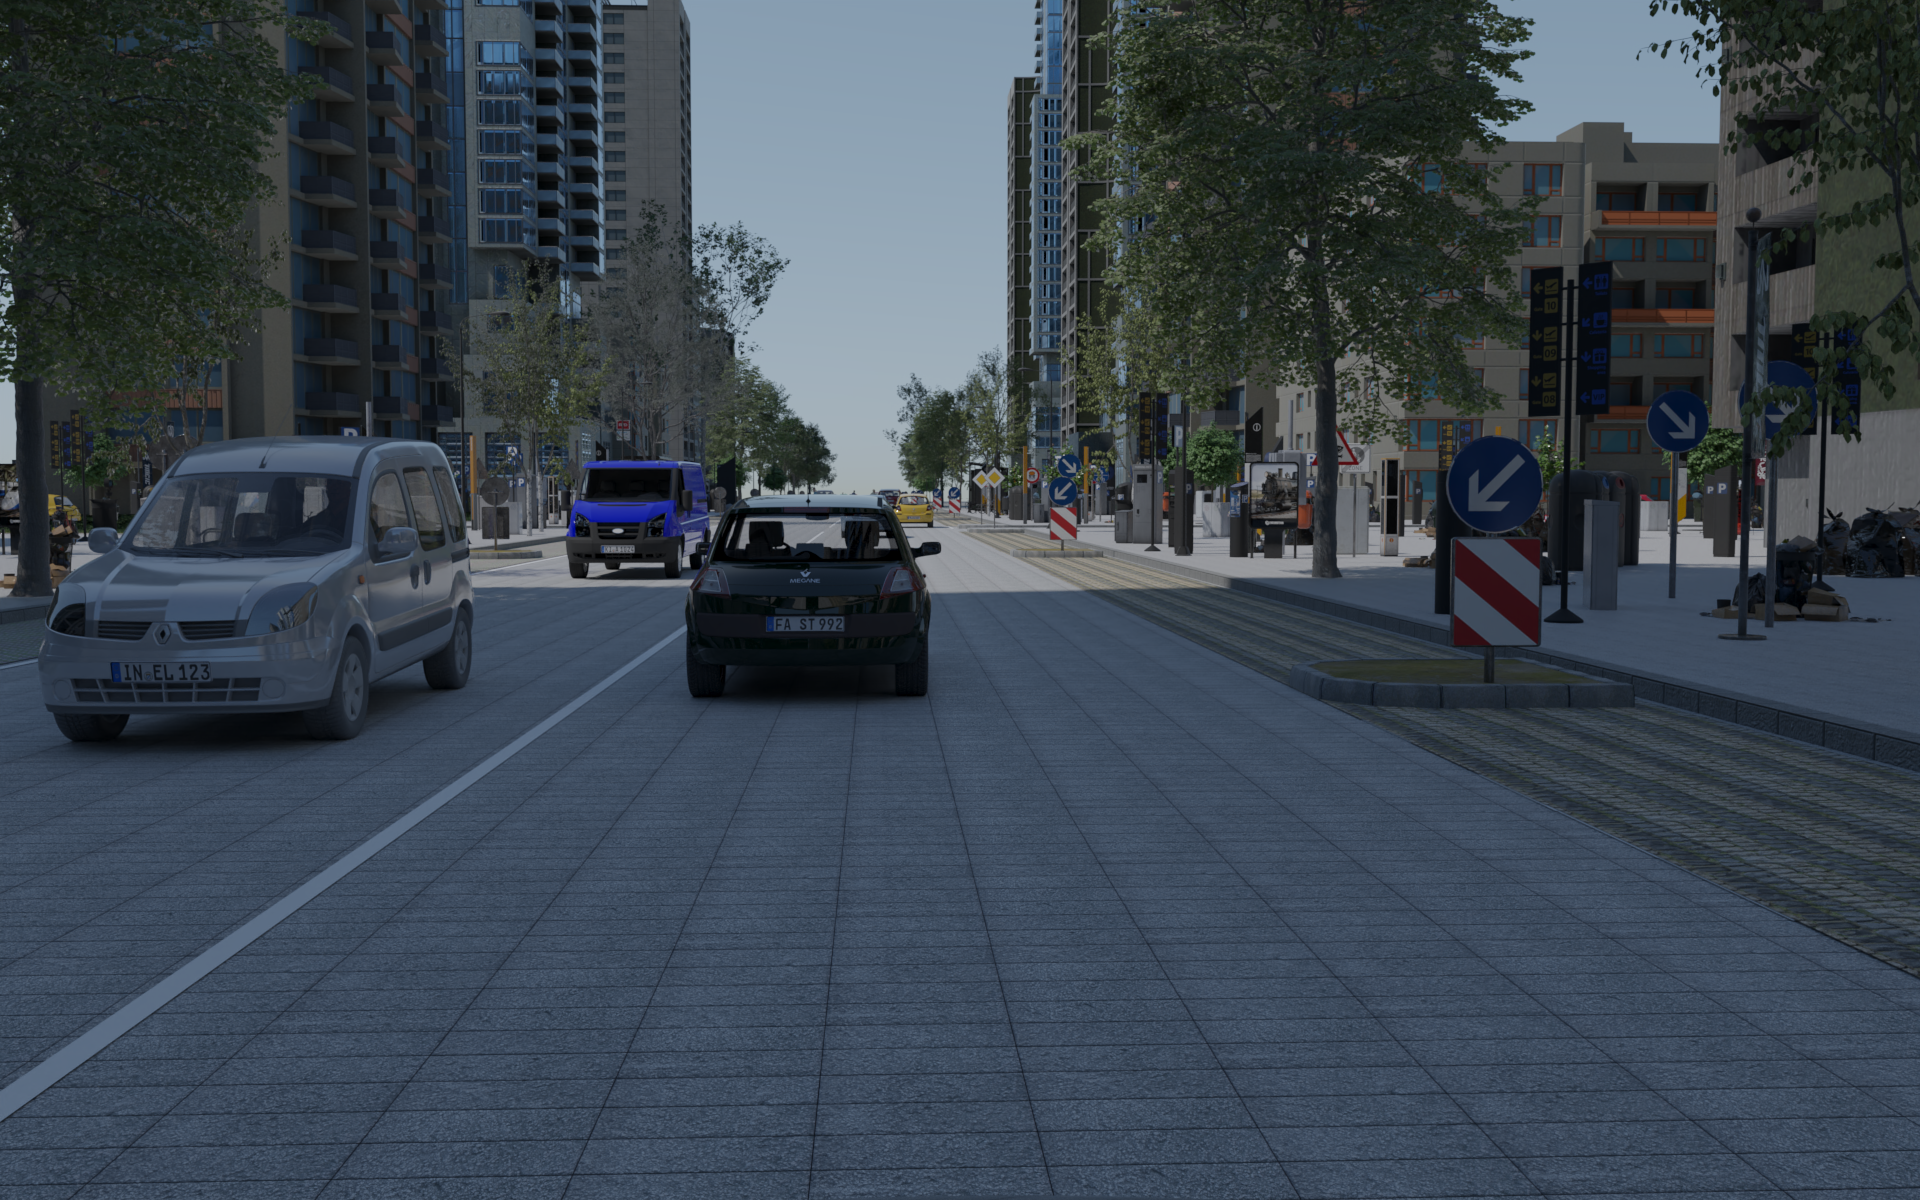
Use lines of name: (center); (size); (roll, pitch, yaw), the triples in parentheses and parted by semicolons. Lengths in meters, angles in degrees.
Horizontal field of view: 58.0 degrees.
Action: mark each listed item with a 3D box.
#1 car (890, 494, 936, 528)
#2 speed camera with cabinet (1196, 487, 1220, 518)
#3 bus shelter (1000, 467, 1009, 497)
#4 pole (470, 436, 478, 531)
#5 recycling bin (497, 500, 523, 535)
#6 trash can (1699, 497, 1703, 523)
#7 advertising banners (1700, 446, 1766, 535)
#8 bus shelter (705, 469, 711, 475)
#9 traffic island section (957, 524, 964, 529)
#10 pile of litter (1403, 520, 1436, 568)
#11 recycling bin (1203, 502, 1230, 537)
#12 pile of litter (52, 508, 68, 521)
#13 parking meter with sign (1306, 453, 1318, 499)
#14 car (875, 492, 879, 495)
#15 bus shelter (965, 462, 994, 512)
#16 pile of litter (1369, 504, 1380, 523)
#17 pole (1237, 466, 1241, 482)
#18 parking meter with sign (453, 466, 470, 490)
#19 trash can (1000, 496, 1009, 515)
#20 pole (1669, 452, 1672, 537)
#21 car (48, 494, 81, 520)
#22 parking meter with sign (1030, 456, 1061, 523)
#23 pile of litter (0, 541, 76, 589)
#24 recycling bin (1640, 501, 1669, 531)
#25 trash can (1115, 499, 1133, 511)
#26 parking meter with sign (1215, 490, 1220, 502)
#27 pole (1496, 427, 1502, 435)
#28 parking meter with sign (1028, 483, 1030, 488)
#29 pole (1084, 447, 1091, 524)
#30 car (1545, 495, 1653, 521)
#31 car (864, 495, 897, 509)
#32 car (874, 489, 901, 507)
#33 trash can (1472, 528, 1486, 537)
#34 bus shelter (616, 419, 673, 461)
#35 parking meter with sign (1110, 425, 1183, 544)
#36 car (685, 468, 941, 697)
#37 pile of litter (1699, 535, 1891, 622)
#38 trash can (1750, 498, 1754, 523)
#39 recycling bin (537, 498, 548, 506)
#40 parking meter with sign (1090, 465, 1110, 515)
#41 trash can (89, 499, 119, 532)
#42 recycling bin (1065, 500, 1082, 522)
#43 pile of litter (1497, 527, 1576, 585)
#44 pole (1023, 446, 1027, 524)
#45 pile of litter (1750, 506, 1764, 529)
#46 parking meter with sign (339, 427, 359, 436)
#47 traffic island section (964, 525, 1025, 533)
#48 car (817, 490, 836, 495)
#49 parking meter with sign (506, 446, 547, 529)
car: (-2.018, -3.942, 74.677); (2.015, 1.641, 3.980); (0, 4, -2)
speed camera with cabinet: (13.906, -6.152, 94.918); (2.038, 3.252, 0.660); (-2, 4, -30)
bus shelter: (3.055, -9.395, 144.884); (1.731, 3.624, 6.357); (0, 4, -3)
pole: (-17.021, -4.085, 60.626); (0.158, 3.312, 0.155); (0, 3, 0)
recycling bin: (-14.288, -2.590, 54.898); (0.722, 1.027, 0.722); (0, 4, -6)
trash can: (32.819, -3.933, 75.961); (0.748, 1.137, 0.748); (0, 3, 0)
advertising banners: (24.209, -3.535, 53.978); (2.074, 3.025, 0.090); (1, 4, 13)
bus shelter: (-19.240, -8.038, 125.337); (2.014, 3.302, 5.546); (0, 4, -3)
traffic island section: (0.926, -3.076, 72.569); (2.009, 0.180, 2.903); (0, 4, -3)
pile of litter: (8.335, -0.997, 30.261); (1.176, 0.858, 1.719); (0, 4, 8)
recycling bin: (7.786, -2.418, 52.084); (0.722, 1.027, 0.722); (-3, 5, -45)
pile of litter: (-26.878, -2.281, 51.253); (1.176, 0.858, 1.719); (2, 4, 28)
parking meter with sign: (14.792, -4.704, 73.173); (0.543, 3.016, 1.738); (1, 4, 14)
car: (-14.345, -17.681, 297.759); (2.281, 1.827, 5.304); (0, 4, -3)
bus shelter: (1.415, -8.451, 129.459); (1.731, 3.624, 6.357); (0, 4, -3)
pile of litter: (18.747, -3.946, 78.479); (1.176, 0.858, 1.719); (-1, 4, -19)
pole: (17.824, -7.151, 110.755); (0.158, 3.312, 0.155); (0, 3, 0)
parking meter with sign: (-31.219, -6.800, 107.434); (1.738, 3.016, 0.543); (2, 4, 30)
trash can: (2.641, -5.703, 104.894); (0.748, 1.137, 0.748); (0, 3, 0)
pole: (21.418, -3.554, 51.943); (0.158, 3.312, 0.155); (0, 3, 0)
car: (-36.133, -3.458, 66.757); (3.980, 1.641, 2.015); (0, 4, -2)
parking meter with sign: (3.949, -4.953, 77.243); (0.543, 3.016, 1.738); (3, 4, 38)
pile of litter: (-12.596, -0.603, 23.827); (1.719, 0.858, 1.176); (2, 4, 32)
recycling bin: (24.087, -2.907, 60.081); (0.722, 1.027, 0.722); (0, 4, 3)
trash can: (4.465, -2.094, 45.891); (0.748, 1.137, 0.748); (0, 3, 0)
parking meter with sign: (14.731, -6.227, 98.077); (0.543, 3.016, 1.738); (1, 4, 16)
pole: (16.269, -3.582, 52.409); (0.158, 3.312, 0.155); (0, 3, 0)
parking meter with sign: (3.825, -5.638, 88.435); (1.738, 3.016, 0.543); (-1, 4, -10)
pole: (5.431, -4.935, 74.533); (0.158, 3.312, 0.155); (0, 3, 0)
car: (25.630, -3.677, 69.163); (4.494, 1.783, 2.155); (0, 4, -4)
car: (-3.089, -2.799, 57.760); (2.014, 1.417, 4.499); (0, 4, -3)
car: (-4.895, -6.880, 121.169); (2.281, 1.827, 5.304); (0, 4, -2)
trash can: (8.183, -0.915, 26.611); (0.748, 1.137, 0.748); (0, 3, 0)
bus shelter: (-17.528, -7.238, 95.965); (2.179, 5.291, 8.768); (0, 4, -3)
parking meter with sign: (4.841, -2.954, 44.564); (1.738, 3.016, 0.543); (2, 4, 33)
car: (-1.132, -0.236, 13.644); (2.009, 1.686, 4.222); (0, 4, -3)
pile of litter: (8.584, -0.234, 17.791); (1.719, 0.858, 1.176); (3, 5, 43)
trash can: (25.699, -2.774, 57.010); (0.748, 1.137, 0.748); (0, 3, 0)
recycling bin: (-26.734, -5.982, 110.362); (0.722, 1.027, 0.722); (1, 4, 16)
parking meter with sign: (8.541, -6.617, 104.455); (0.543, 3.016, 1.738); (3, 5, 39)
trash can: (-23.738, -2.227, 48.066); (0.748, 1.137, 0.748); (0, 3, 0)
recycling bin: (5.387, -4.323, 83.243); (0.722, 1.027, 0.722); (2, 4, 23)
pile of litter: (7.870, -0.660, 24.764); (1.719, 0.858, 1.176); (2, 4, 31)
pole: (2.783, -4.898, 73.930); (0.158, 3.312, 0.155); (0, 3, 0)
pile of litter: (29.718, -3.109, 64.796); (1.719, 0.858, 1.176); (2, 4, 31)
parking meter with sign: (-16.559, -3.022, 45.667); (1.738, 3.016, 0.543); (3, 4, 37)
traffic island section: (1.307, -2.588, 64.593); (2.009, 0.180, 2.903); (0, 4, -3)
car: (-12.618, -9.338, 161.349); (2.281, 1.827, 5.304); (0, 4, -1)
parking meter with sign: (-15.909, -4.126, 63.722); (0.543, 3.016, 1.738); (1, 4, 23)
